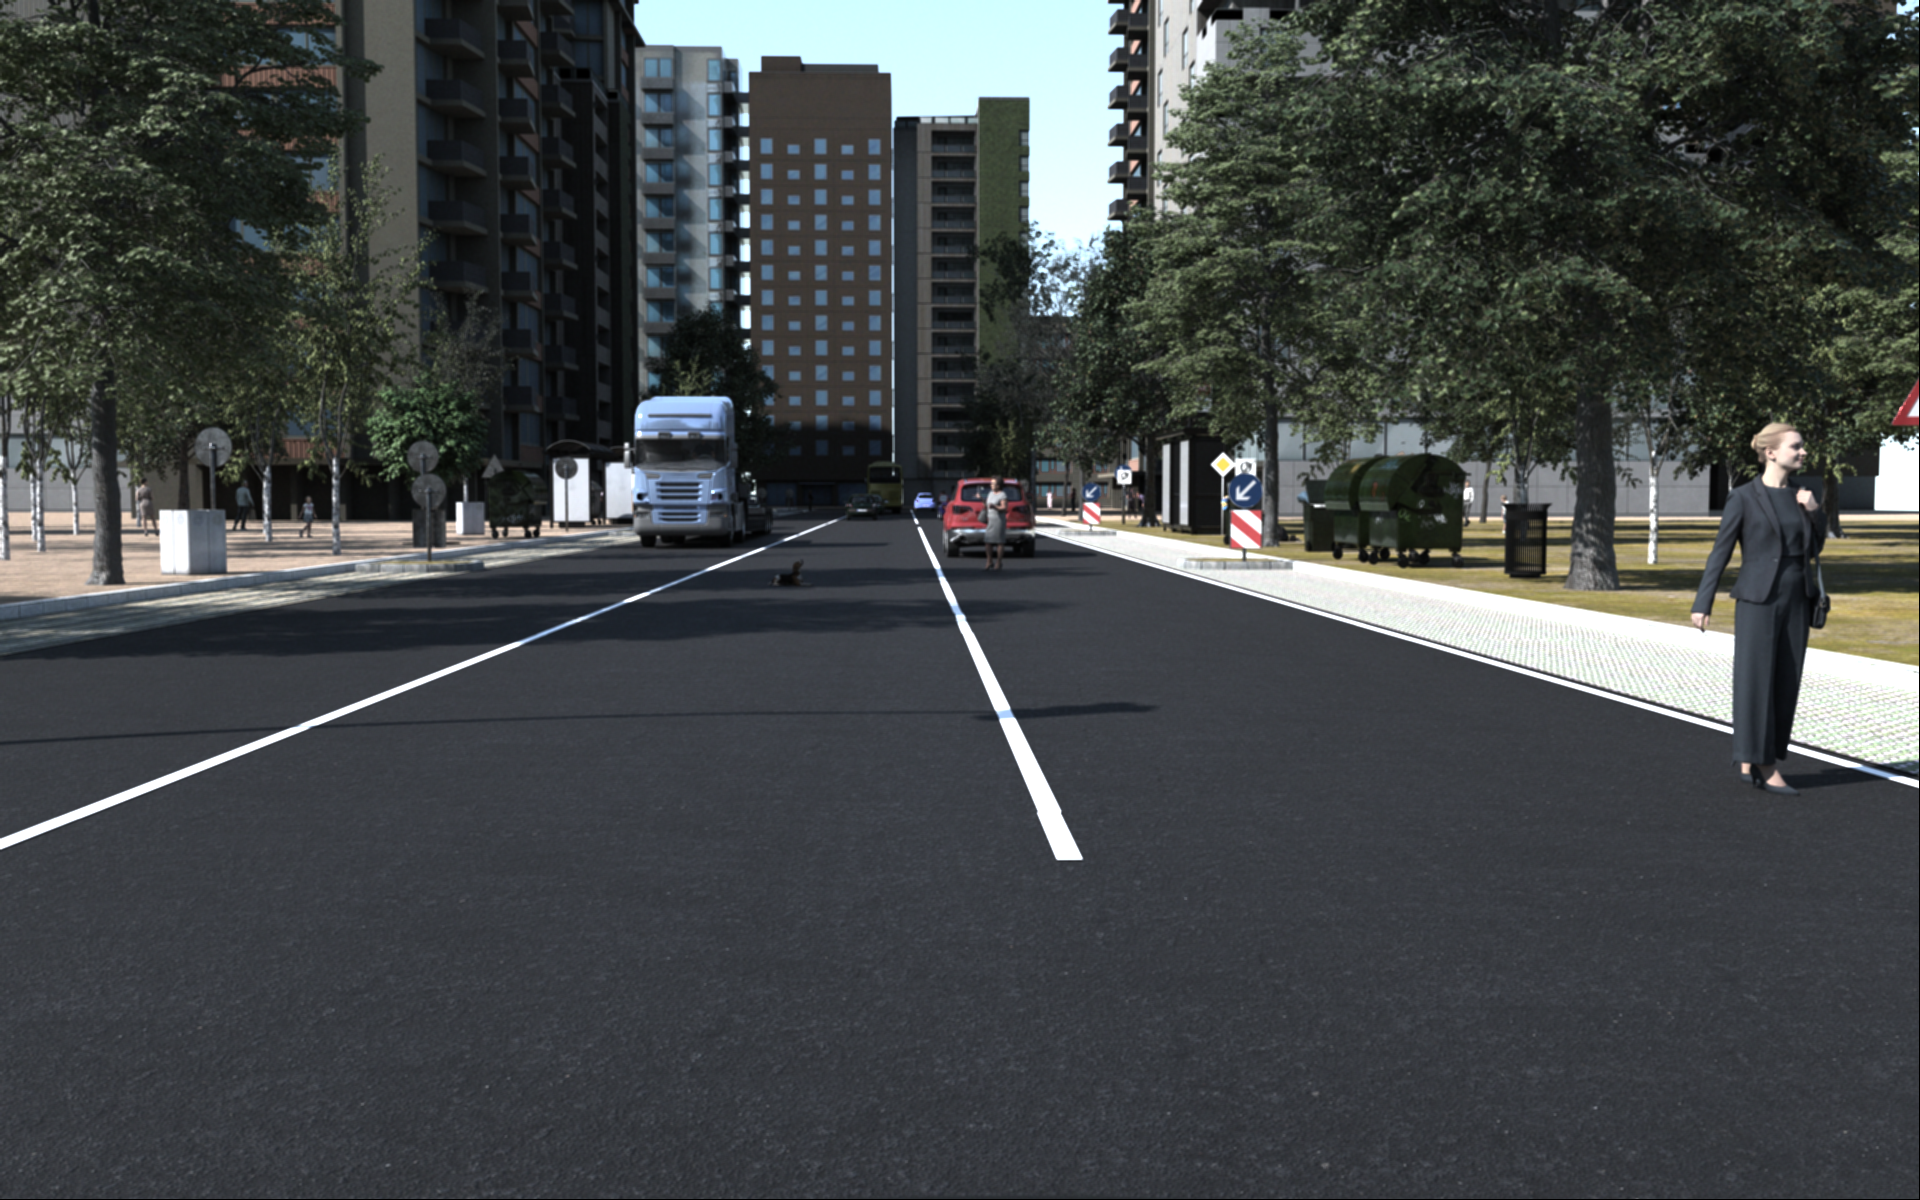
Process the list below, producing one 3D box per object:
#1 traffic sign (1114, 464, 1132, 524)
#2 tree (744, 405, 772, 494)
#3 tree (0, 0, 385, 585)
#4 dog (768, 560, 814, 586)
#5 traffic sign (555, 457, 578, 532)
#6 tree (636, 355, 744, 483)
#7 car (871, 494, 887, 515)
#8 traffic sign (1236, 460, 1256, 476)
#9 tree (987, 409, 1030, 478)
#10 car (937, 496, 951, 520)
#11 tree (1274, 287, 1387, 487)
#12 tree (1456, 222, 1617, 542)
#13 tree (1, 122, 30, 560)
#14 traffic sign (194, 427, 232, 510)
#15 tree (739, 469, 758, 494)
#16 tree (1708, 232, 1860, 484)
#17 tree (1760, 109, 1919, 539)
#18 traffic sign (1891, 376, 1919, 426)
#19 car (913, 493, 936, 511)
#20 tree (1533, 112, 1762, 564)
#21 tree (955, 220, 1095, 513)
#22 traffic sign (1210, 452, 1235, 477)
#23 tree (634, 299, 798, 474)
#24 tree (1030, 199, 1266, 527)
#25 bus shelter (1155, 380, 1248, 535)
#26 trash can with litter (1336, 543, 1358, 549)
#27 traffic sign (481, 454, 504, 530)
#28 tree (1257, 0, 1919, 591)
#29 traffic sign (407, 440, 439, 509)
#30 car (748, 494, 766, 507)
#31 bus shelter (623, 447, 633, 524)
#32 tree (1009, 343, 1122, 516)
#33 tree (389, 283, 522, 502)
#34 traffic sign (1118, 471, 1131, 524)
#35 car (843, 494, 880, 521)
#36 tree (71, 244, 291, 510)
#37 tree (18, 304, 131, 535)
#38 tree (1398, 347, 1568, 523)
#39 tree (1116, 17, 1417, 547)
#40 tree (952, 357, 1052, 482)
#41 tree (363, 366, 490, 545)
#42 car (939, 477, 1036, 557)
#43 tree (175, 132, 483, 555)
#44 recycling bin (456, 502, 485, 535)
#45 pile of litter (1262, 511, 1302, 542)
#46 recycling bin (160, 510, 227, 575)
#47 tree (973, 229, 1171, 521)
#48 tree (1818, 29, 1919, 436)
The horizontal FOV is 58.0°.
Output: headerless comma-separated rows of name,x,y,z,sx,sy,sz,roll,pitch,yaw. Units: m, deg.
traffic sign,6.970,-4.516,73.943,0.768,2.556,0.104,0,4,7
tree,-15.796,-10.868,128.060,4.737,8.622,4.395,0,3,0
tree,-12.276,-6.513,24.617,7.486,12.596,7.792,0,3,0
dog,-2.666,-0.428,27.195,0.550,0.427,0.748,-2,4,-30
traffic sign,-13.345,-3.586,58.730,0.768,2.556,0.104,0,4,0
tree,-14.793,-8.639,91.618,4.737,8.622,4.395,0,3,0
car,-6.039,-6.507,118.181,2.131,1.459,4.920,0,4,0
traffic sign,8.288,-2.945,50.276,0.606,2.300,0.079,0,4,4
tree,4.100,-12.223,150.211,4.737,8.622,4.395,0,3,0
car,-0.304,-5.090,95.797,1.945,1.354,3.894,0,4,-3
tree,12.807,-6.611,58.458,4.360,8.622,3.978,0,3,0
tree,15.088,-5.847,45.958,4.737,8.622,4.395,0,3,0
tree,-18.806,-5.081,33.438,4.737,8.622,4.395,0,3,0
traffic sign,-14.195,-2.007,32.918,0.768,2.556,0.104,0,4,7
tree,-16.293,-8.433,132.480,1.663,3.219,1.824,0,3,0
tree,19.990,-5.594,41.827,4.737,8.622,4.395,0,3,0
tree,25.323,-8.148,50.222,9.611,12.733,9.660,0,3,0
traffic sign,7.659,-0.824,13.476,0.884,2.594,0.081,0,4,1
car,-2.942,-8.259,144.630,1.945,1.707,3.694,0,4,-3
tree,12.560,-4.966,31.558,4.360,8.622,3.978,0,3,0
tree,5.839,-16.008,117.626,12.611,20.169,13.585,0,3,0
traffic sign,8.217,-3.320,54.020,0.795,2.593,0.064,0,4,0
tree,-14.752,-11.330,102.251,9.611,12.733,9.660,0,3,0
tree,7.554,-9.211,67.611,9.611,12.733,9.660,0,3,0
bus shelter,7.906,-4.947,58.513,2.179,5.291,8.768,0,4,-2
trash can with litter,8.943,-1.783,40.545,0.624,1.170,1.055,-1,4,-13
traffic sign,-15.116,-3.440,56.240,0.884,2.594,0.081,0,4,4
tree,8.421,-7.105,22.824,9.857,13.997,8.962,0,3,0
traffic sign,-12.772,-2.513,41.190,0.768,2.556,0.104,0,4,2
car,-8.993,-3.789,71.735,2.009,1.686,4.222,0,4,-2
bus shelter,-14.501,-5.022,76.036,2.014,3.302,5.546,0,4,-2
tree,6.248,-10.089,99.361,7.601,10.594,8.767,2,4,30
tree,-17.303,-6.682,59.608,4.360,8.622,3.978,0,3,0
traffic sign,6.996,-4.375,73.662,0.606,2.300,0.079,0,4,7
car,-5.408,-5.230,95.301,2.009,1.686,4.222,0,4,-4
tree,-34.440,-9.774,76.816,9.611,12.733,9.660,0,3,0
tree,-27.766,-6.344,54.088,4.360,8.622,3.978,0,3,0
tree,23.279,-8.672,76.205,8.767,10.594,7.601,-1,4,-17
tree,7.302,-7.599,42.363,7.486,12.596,7.792,0,3,0
tree,4.124,-15.509,160.224,9.857,13.997,8.962,0,3,0
tree,-13.630,-3.720,44.544,4.285,4.588,4.351,0,3,0
car,0.647,-1.973,40.926,2.281,1.827,5.304,0,4,-2
tree,-12.963,-5.254,36.272,4.737,8.622,4.395,0,3,0
recycling bin,-15.336,-2.550,54.249,0.722,1.027,0.722,-2,4,-30
pile of litter,8.496,-2.036,47.259,1.176,0.858,1.719,-3,4,-38
recycling bin,-12.278,-0.929,27.740,0.722,1.027,0.722,2,4,28
tree,5.731,-10.444,81.128,12.009,13.543,11.850,0,3,0
tree,20.862,-7.035,33.156,7.486,12.596,7.792,0,3,0
